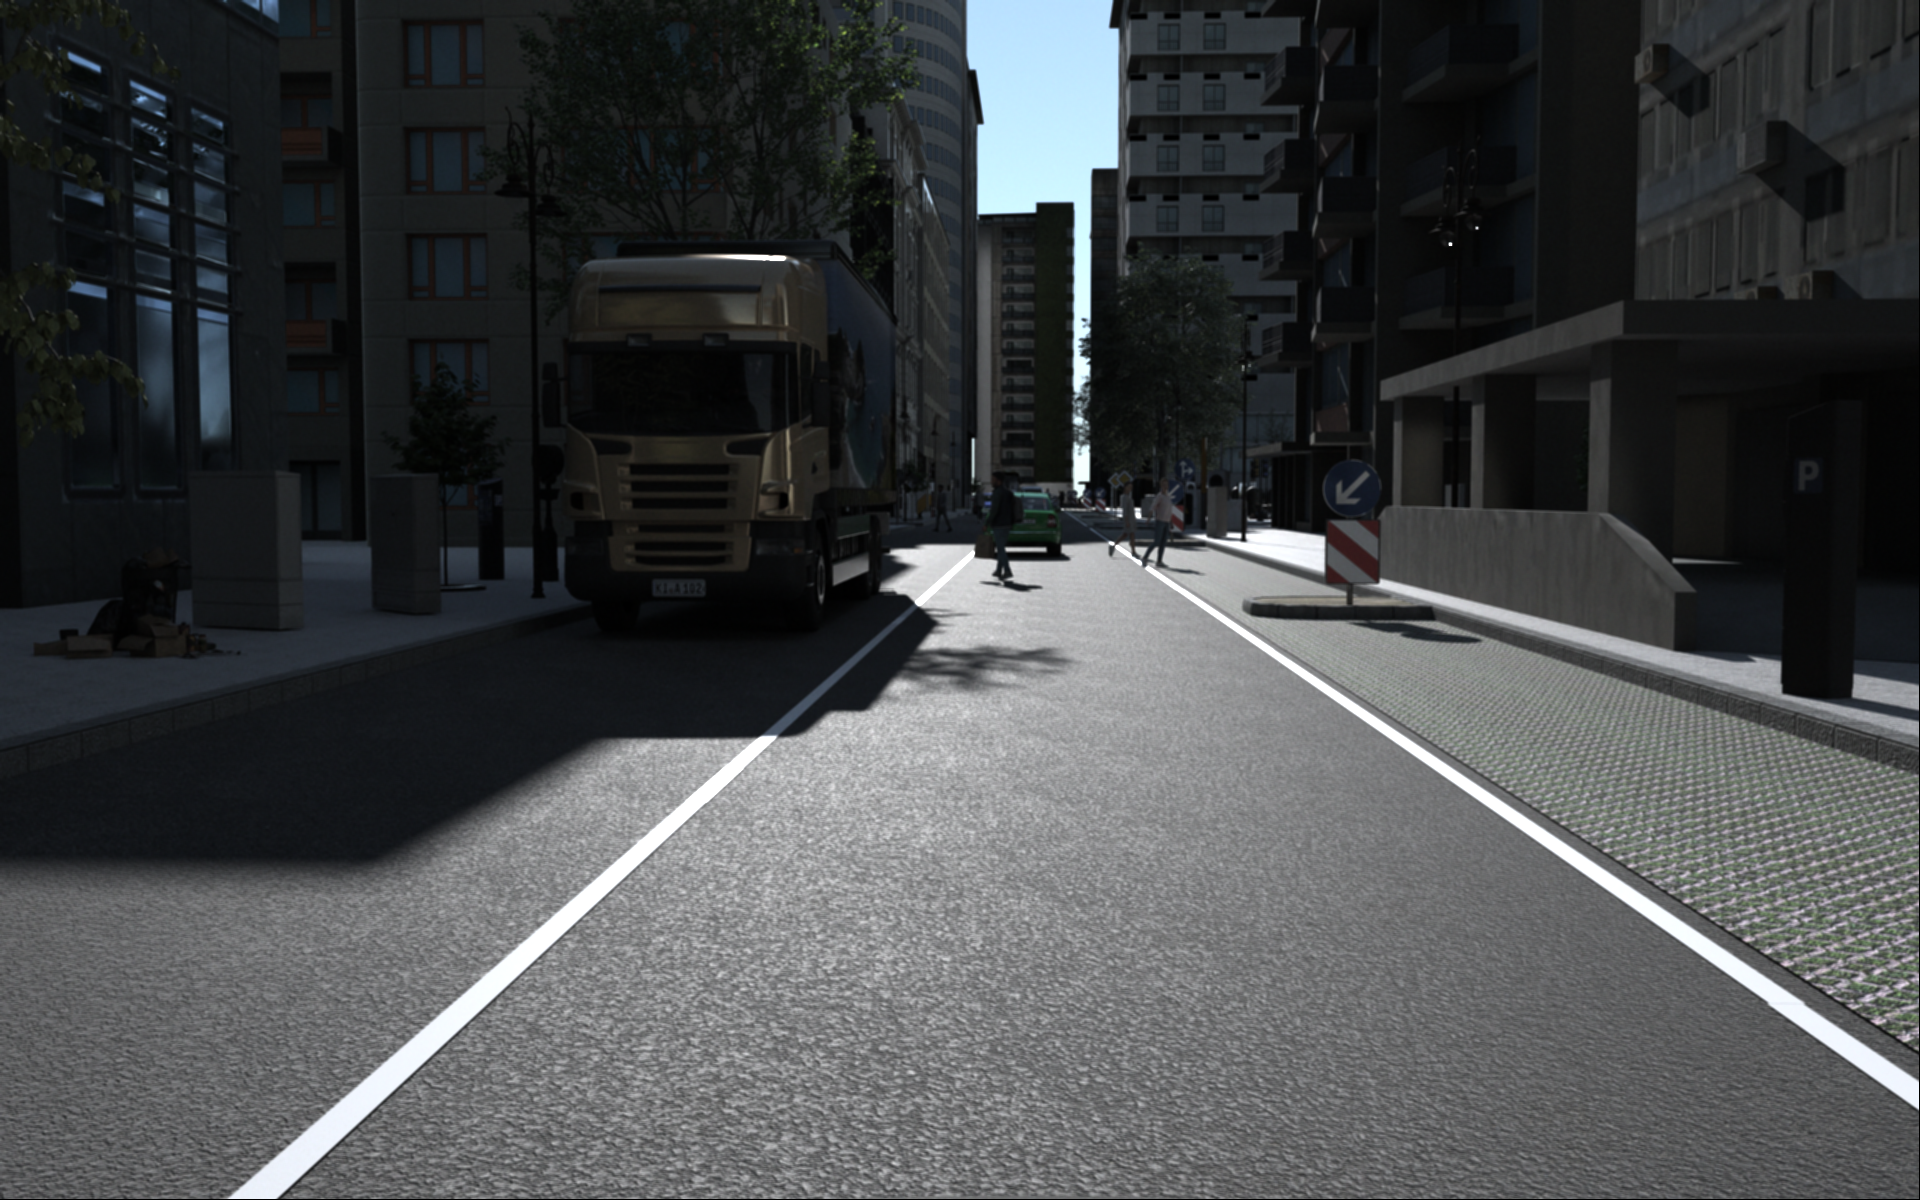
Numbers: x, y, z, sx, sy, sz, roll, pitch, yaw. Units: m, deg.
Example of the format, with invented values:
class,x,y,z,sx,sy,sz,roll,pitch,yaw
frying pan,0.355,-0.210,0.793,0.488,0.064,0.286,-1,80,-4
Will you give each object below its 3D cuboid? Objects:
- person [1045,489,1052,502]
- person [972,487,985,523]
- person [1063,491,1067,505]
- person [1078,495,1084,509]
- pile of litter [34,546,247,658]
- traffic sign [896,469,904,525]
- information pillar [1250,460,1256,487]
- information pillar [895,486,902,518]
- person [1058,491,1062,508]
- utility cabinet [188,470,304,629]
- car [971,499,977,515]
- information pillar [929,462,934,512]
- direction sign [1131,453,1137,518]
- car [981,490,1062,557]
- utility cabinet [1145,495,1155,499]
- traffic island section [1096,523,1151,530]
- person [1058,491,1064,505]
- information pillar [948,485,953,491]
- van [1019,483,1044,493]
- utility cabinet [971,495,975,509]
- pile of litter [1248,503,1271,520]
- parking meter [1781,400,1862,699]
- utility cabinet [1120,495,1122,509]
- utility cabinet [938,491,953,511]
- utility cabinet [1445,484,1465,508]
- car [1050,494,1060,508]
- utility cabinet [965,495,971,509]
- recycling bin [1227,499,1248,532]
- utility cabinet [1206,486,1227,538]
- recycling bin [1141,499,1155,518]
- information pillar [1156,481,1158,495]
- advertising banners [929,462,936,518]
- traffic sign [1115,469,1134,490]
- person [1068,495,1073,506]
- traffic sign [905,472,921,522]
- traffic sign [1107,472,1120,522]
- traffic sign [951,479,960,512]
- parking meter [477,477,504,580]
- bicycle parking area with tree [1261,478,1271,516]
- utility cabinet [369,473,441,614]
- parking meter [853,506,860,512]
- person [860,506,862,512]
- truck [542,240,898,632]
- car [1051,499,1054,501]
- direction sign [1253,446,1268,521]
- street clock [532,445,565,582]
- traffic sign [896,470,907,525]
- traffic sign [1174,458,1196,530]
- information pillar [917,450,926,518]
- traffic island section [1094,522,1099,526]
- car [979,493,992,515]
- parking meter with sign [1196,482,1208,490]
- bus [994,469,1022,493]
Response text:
class,x,y,z,sx,sy,sz,roll,pitch,yaw
person,6.472,-7.304,127.943,0.581,1.822,0.654,1,4,11
person,0.885,-4.710,85.698,0.709,1.800,0.728,0,4,-4
person,13.527,-13.338,226.560,1.348,1.826,0.705,2,4,23
person,11.634,-9.400,165.381,0.799,1.438,0.628,0,4,5
pile of litter,-6.629,0.005,13.890,1.719,0.858,1.176,2,4,30
traffic sign,-2.583,-4.217,71.074,0.606,2.300,0.079,1,4,11
information pillar,19.853,-7.708,117.376,0.183,3.616,0.504,-2,4,-33
information pillar,-3.329,-5.471,93.947,0.304,2.012,0.304,2,4,31
person,9.994,-10.072,173.631,0.568,1.767,0.683,-1,4,-15
utility cabinet,-6.794,-0.478,16.502,1.173,1.500,0.318,2,4,27
car,1.886,-6.940,122.505,2.155,1.783,4.494,0,4,3
information pillar,-1.950,-7.985,121.915,0.504,3.616,0.183,-1,4,-16
direction sign,9.435,-6.254,94.254,0.379,3.537,0.876,1,4,22
car,1.467,-1.975,41.086,1.959,1.807,4.718,0,4,1
utility cabinet,13.215,-6.647,119.841,0.306,1.237,1.020,-3,4,-37
traffic island section,6.715,-2.953,70.555,2.009,0.180,2.903,0,4,3
person,12.874,-12.910,219.583,0.705,1.823,1.348,3,4,37
information pillar,-0.803,-8.301,140.220,0.304,2.012,0.304,2,4,35
van,3.996,-5.490,96.772,2.013,2.044,4.112,0,4,3
utility cabinet,1.058,-8.677,153.038,0.306,1.237,1.020,1,4,19
pile of litter,15.075,-4.491,87.388,1.719,0.858,1.176,3,5,39
parking meter,5.452,-0.323,10.986,0.255,1.863,0.399,-1,4,-20
utility cabinet,14.143,-8.589,151.588,0.306,1.237,1.020,0,4,4
utility cabinet,-1.072,-7.432,130.188,1.173,1.500,0.318,0,4,6
utility cabinet,10.619,-1.747,37.240,0.318,1.500,1.173,1,4,22
car,8.367,-9.138,161.413,2.014,1.417,4.499,0,4,5
utility cabinet,0.587,-8.603,151.826,0.306,1.237,1.020,0,4,3
recycling bin,9.459,-2.860,59.310,0.722,1.027,0.722,1,4,14
utility cabinet,7.515,-2.571,50.714,0.318,1.500,1.173,2,4,24
recycling bin,10.119,-4.920,92.996,0.722,1.027,0.722,1,4,15
information pillar,11.463,-5.837,99.932,0.304,2.012,0.304,-3,5,-42
advertising banners,-1.514,-6.039,94.922,0.090,3.025,2.074,1,4,9
traffic sign,6.691,-4.088,70.479,0.795,2.450,0.064,0,4,3
person,12.886,-11.518,200.038,0.991,1.433,0.599,2,4,25
traffic sign,-2.175,-4.603,78.900,0.795,2.450,0.064,0,4,3
traffic sign,7.059,-4.576,78.456,0.795,2.450,0.064,0,4,3
traffic sign,-0.327,-7.237,120.448,0.606,2.300,0.079,0,4,7
parking meter,-7.039,-1.075,25.986,0.372,1.533,0.369,0,3,0
bicycle parking area with tree,21.143,-7.237,105.328,8.231,4.147,9.016,0,4,6
utility cabinet,-6.028,-0.617,18.767,0.318,1.500,1.173,-3,5,-40
parking meter,-3.610,-3.130,59.589,0.372,1.533,0.369,0,3,0
person,-4.192,-3.820,73.547,0.523,1.515,0.503,-2,4,-34
truck,-2.464,-1.991,21.467,2.839,4.237,11.283,0,4,3
car,5.551,-6.768,122.453,2.131,1.459,4.920,0,4,4
direction sign,14.190,-5.491,81.775,0.876,3.537,0.379,-2,4,-29
street clock,-6.037,-1.275,25.423,0.471,2.002,0.358,3,4,36
traffic sign,-2.542,-4.115,70.923,0.795,2.450,0.064,0,4,3
traffic sign,7.978,-3.757,61.531,0.768,2.556,0.104,0,4,7
information pillar,-2.028,-6.091,90.941,0.504,3.616,0.183,0,4,-5
traffic island section,7.083,-3.440,78.532,2.009,0.180,2.903,0,4,3
car,2.018,-6.217,111.241,1.945,1.707,3.694,0,4,1
parking meter with sign,15.497,-7.014,110.946,1.738,3.016,0.543,3,5,41
bus,4.820,-11.329,176.774,2.896,3.916,12.252,0,4,2
